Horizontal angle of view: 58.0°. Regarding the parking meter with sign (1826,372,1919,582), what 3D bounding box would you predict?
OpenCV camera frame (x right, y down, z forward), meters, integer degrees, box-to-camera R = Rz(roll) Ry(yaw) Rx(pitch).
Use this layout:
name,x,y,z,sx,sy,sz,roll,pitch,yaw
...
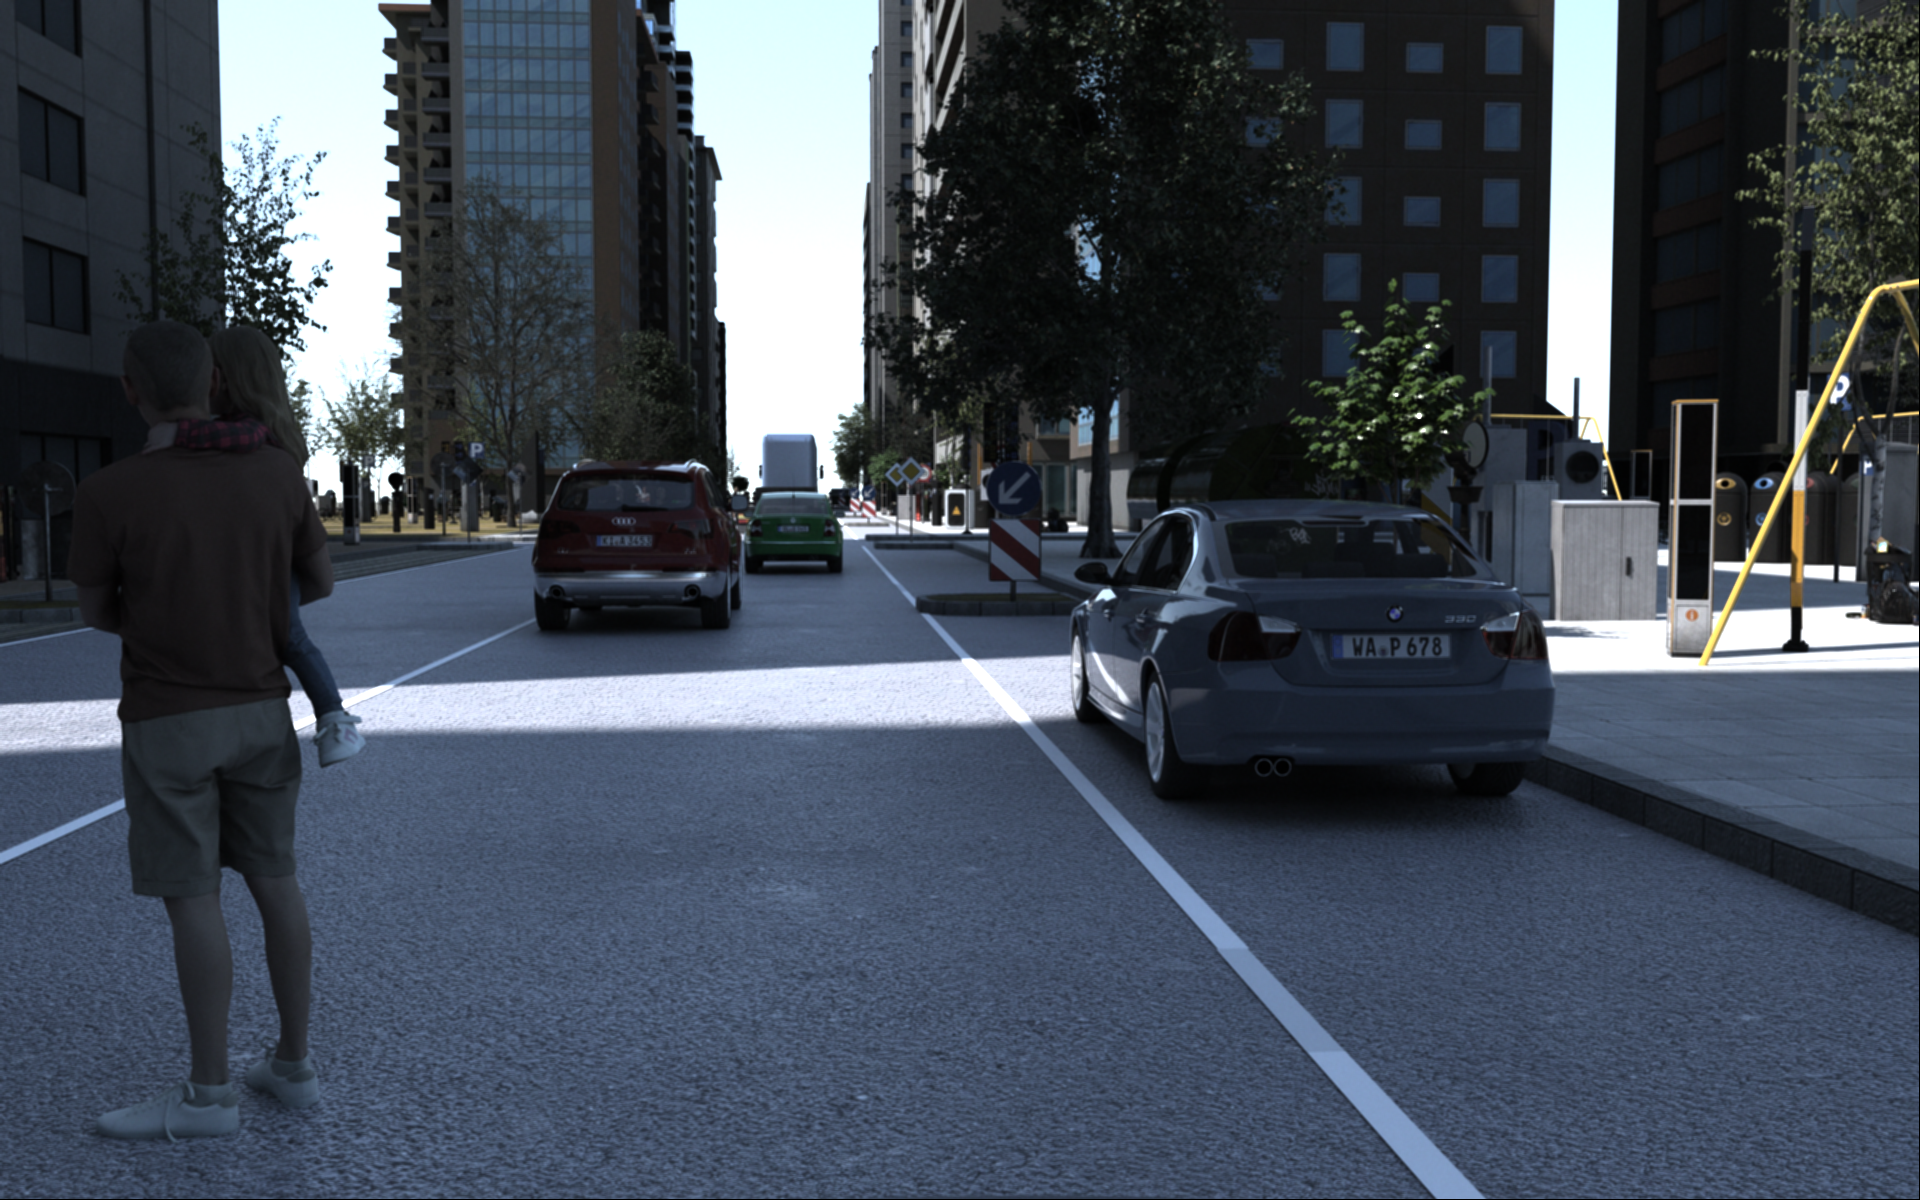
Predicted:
name,x,y,z,sx,sy,sz,roll,pitch,yaw
parking meter with sign,13.529,-1.770,25.205,1.738,3.016,0.543,-1,4,-11

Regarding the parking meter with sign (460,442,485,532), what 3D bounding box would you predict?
name,x,y,z,sx,sy,sz,roll,pitch,yaw
parking meter with sign,-16.621,-3.826,58.816,0.543,3.016,1.738,-2,4,-30

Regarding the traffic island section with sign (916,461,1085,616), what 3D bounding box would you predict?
name,x,y,z,sx,sy,sz,roll,pitch,yaw
traffic island section with sign,0.472,-0.774,21.290,1.989,1.847,2.006,0,4,-5

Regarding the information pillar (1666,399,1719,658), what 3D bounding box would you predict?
name,x,y,z,sx,sy,sz,roll,pitch,yaw
information pillar,5.760,-0.559,13.635,0.304,2.012,0.304,1,4,15

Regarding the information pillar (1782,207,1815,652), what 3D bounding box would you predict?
name,x,y,z,sx,sy,sz,roll,pitch,yaw
information pillar,6.820,-1.387,14.032,0.183,3.616,0.504,2,4,27

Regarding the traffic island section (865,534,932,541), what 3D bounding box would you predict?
name,x,y,z,sx,sy,sz,roll,pitch,yaw
traffic island section,-1.944,-1.946,54.104,2.009,0.180,2.903,0,4,-5

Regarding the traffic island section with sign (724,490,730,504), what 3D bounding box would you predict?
name,x,y,z,sx,sy,sz,roll,pitch,yaw
traffic island section with sign,-24.069,-10.440,179.327,1.989,1.847,2.006,0,4,-5

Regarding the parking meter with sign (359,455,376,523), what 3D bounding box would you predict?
name,x,y,z,sx,sy,sz,roll,pitch,yaw
parking meter with sign,-26.974,-5.031,78.511,0.543,3.016,1.738,-2,4,-33

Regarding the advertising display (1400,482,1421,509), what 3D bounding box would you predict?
name,x,y,z,sx,sy,sz,roll,pitch,yaw
advertising display,11.180,-2.254,42.065,0.974,1.923,0.123,2,4,28

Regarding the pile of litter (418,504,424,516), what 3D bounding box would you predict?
name,x,y,z,sx,sy,sz,roll,pitch,yaw
pile of litter,-31.663,-5.364,101.668,1.176,0.858,1.719,-1,4,-11

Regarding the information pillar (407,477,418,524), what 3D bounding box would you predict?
name,x,y,z,sx,sy,sz,roll,pitch,yaw
information pillar,-23.718,-4.314,75.030,0.304,2.012,0.304,2,4,29

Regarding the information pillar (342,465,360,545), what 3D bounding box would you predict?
name,x,y,z,sx,sy,sz,roll,pitch,yaw
information pillar,-15.300,-2.387,43.513,0.304,2.012,0.304,0,4,4

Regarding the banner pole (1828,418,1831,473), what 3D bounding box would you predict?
name,x,y,z,sx,sy,sz,roll,pitch,yaw
banner pole,28.511,-4.089,56.869,0.401,3.779,0.863,2,4,31

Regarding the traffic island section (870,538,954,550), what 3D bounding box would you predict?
name,x,y,z,sx,sy,sz,roll,pitch,yaw
traffic island section,-1.278,-1.460,46.147,2.009,0.180,2.903,0,4,-5

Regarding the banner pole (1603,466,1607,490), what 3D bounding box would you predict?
name,x,y,z,sx,sy,sz,roll,pitch,yaw
banner pole,49.776,-8.805,133.971,0.863,3.779,0.401,0,4,1

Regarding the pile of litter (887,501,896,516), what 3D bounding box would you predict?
name,x,y,z,sx,sy,sz,roll,pitch,yaw
pile of litter,-3.632,-5.308,100.750,1.176,0.858,1.719,-2,4,-29

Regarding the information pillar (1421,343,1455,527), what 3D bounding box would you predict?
name,x,y,z,sx,sy,sz,roll,pitch,yaw
information pillar,7.487,-2.186,27.099,0.504,3.616,0.183,2,4,30

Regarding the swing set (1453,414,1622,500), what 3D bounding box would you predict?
name,x,y,z,sx,sy,sz,roll,pitch,yaw
swing set,11.534,-2.256,34.513,3.119,2.851,2.862,-1,4,-22

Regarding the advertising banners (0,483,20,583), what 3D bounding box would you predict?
name,x,y,z,sx,sy,sz,roll,pitch,yaw
advertising banners,-13.896,-1.765,25.046,0.090,3.025,2.074,-1,4,-18

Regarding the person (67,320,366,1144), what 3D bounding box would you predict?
name,x,y,z,sx,sy,sz,roll,pitch,yaw
person,-1.701,0.272,4.021,0.573,1.828,0.580,0,4,-6

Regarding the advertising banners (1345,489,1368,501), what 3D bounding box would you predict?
name,x,y,z,sx,sy,sz,roll,pitch,yaw
advertising banners,8.658,-2.757,41.261,2.074,3.025,0.090,1,4,12

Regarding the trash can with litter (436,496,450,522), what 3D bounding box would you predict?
name,x,y,z,sx,sy,sz,roll,pitch,yaw
trash can with litter,-23.946,-4.214,80.283,0.624,1.170,1.055,-1,4,-15

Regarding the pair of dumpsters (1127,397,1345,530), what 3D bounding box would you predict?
name,x,y,z,sx,sy,sz,roll,pitch,yaw
pair of dumpsters,3.036,-1.035,19.423,1.574,2.255,4.437,0,4,-5

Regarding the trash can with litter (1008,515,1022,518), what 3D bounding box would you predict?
name,x,y,z,sx,sy,sz,roll,pitch,yaw
trash can with litter,2.159,-2.972,59.972,1.055,1.170,0.624,0,4,5

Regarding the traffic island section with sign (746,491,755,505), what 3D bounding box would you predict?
name,x,y,z,sx,sy,sz,roll,pitch,yaw
traffic island section with sign,-30.976,-15.496,261.980,1.989,1.847,2.006,0,4,-5

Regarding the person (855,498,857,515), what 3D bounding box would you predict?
name,x,y,z,sx,sy,sz,roll,pitch,yaw
person,-7.012,-6.307,115.895,0.425,1.301,0.394,1,4,13

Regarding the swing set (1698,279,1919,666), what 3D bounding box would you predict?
name,x,y,z,sx,sy,sz,roll,pitch,yaw
swing set,7.138,-0.851,11.530,2.862,2.851,3.119,0,4,-8

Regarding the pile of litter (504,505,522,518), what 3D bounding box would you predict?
name,x,y,z,sx,sy,sz,roll,pitch,yaw
pile of litter,-23.677,-4.784,92.183,1.719,0.858,1.176,-2,4,-29

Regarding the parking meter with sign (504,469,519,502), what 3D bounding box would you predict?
name,x,y,z,sx,sy,sz,roll,pitch,yaw
parking meter with sign,-30.097,-7.435,117.829,1.738,3.016,0.543,2,4,24

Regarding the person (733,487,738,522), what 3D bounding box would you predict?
name,x,y,z,sx,sy,sz,roll,pitch,yaw
person,-11.808,-4.924,89.218,0.699,1.804,1.509,3,4,36

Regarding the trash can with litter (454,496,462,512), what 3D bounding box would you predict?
name,x,y,z,sx,sy,sz,roll,pitch,yaw
trash can with litter,-35.917,-6.863,123.604,1.055,1.170,0.624,-1,4,-9

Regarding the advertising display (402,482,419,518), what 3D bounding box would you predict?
name,x,y,z,sx,sy,sz,roll,pitch,yaw
advertising display,-29.941,-5.452,94.352,0.123,1.923,0.974,3,5,40

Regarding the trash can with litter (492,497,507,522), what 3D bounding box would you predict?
name,x,y,z,sx,sy,sz,roll,pitch,yaw
trash can with litter,-20.749,-4.108,78.557,1.055,1.170,0.624,3,4,37

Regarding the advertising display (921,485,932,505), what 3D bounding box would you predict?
name,x,y,z,sx,sy,sz,roll,pitch,yaw
advertising display,-2.184,-6.841,117.065,0.974,1.923,0.123,-1,4,-14

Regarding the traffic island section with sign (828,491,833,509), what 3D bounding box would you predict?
name,x,y,z,sx,sy,sz,roll,pitch,yaw
traffic island section with sign,-10.604,-8.872,153.688,1.989,1.847,2.006,0,4,-5

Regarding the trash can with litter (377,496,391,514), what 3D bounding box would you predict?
name,x,y,z,sx,sy,sz,roll,pitch,yaw
trash can with litter,-36.400,-5.993,109.371,0.624,1.170,1.055,1,4,10

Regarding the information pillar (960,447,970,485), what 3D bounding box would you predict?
name,x,y,z,sx,sy,sz,roll,pitch,yaw
information pillar,0.228,-5.085,74.492,0.504,3.616,0.183,3,5,41

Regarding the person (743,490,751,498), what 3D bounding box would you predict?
name,x,y,z,sx,sy,sz,roll,pitch,yaw
person,-22.322,-10.494,180.037,1.348,1.831,0.705,-2,4,-27

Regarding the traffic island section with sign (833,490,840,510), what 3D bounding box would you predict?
name,x,y,z,sx,sy,sz,roll,pitch,yaw
traffic island section with sign,-6.417,-5.810,103.628,1.989,1.847,2.006,0,4,-5

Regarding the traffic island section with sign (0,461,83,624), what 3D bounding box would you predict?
name,x,y,z,sx,sy,sz,roll,pitch,yaw
traffic island section with sign,-10.733,-0.693,19.966,1.989,1.847,2.006,0,4,-5

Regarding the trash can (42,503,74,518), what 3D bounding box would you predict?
name,x,y,z,sx,sy,sz,roll,pitch,yaw
trash can,-14.613,-1.014,28.233,0.748,1.137,0.748,0,3,0

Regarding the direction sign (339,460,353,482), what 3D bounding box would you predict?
name,x,y,z,sx,sy,sz,roll,pitch,yaw
direction sign,-41.169,-7.600,116.251,0.876,3.537,0.379,-1,4,-16

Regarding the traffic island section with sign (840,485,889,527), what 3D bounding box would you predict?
name,x,y,z,sx,sy,sz,roll,pitch,yaw
traffic island section with sign,-4.174,-4.167,76.766,1.989,1.847,2.006,0,4,-5

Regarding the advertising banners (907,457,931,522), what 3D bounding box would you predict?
name,x,y,z,sx,sy,sz,roll,pitch,yaw
advertising banners,-1.924,-5.172,80.752,0.090,3.025,2.074,-2,4,-32

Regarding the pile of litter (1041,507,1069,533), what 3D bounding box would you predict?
name,x,y,z,sx,sy,sz,roll,pitch,yaw
pile of litter,2.928,-2.696,58.037,1.719,0.858,1.176,-2,4,-26

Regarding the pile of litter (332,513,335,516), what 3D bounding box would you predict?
name,x,y,z,sx,sy,sz,roll,pitch,yaw
pile of litter,-37.705,-5.397,102.199,1.719,0.858,1.176,0,4,8

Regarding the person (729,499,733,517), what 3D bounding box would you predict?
name,x,y,z,sx,sy,sz,roll,pitch,yaw
person,-8.699,-3.190,65.340,0.352,1.250,0.332,-3,4,-36

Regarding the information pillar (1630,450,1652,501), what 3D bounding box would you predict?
name,x,y,z,sx,sy,sz,roll,pitch,yaw
information pillar,11.422,-1.504,29.088,0.304,2.012,0.304,1,4,15

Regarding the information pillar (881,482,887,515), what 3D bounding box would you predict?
name,x,y,z,sx,sy,sz,roll,pitch,yaw
information pillar,-4.611,-6.158,105.170,0.304,2.012,0.304,-1,4,-14

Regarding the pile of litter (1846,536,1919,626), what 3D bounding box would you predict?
name,x,y,z,sx,sy,sz,roll,pitch,yaw
pile of litter,9.634,-0.216,17.502,1.176,0.858,1.719,2,4,24

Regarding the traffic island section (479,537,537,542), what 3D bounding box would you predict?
name,x,y,z,sx,sy,sz,roll,pitch,yaw
traffic island section,-13.495,-1.888,53.146,2.009,0.180,2.903,0,4,-5

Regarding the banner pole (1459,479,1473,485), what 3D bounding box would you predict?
name,x,y,z,sx,sy,sz,roll,pitch,yaw
banner pole,16.370,-3.990,55.247,0.863,3.779,0.401,0,4,5

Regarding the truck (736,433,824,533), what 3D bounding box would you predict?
name,x,y,z,sx,sy,sz,roll,pitch,yaw
truck,-7.280,-4.969,70.995,2.967,4.110,18.799,0,4,-3

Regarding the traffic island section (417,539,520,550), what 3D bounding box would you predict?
name,x,y,z,sx,sy,sz,roll,pitch,yaw
traffic island section,-12.829,-1.401,45.188,2.009,0.180,2.903,0,4,-5
